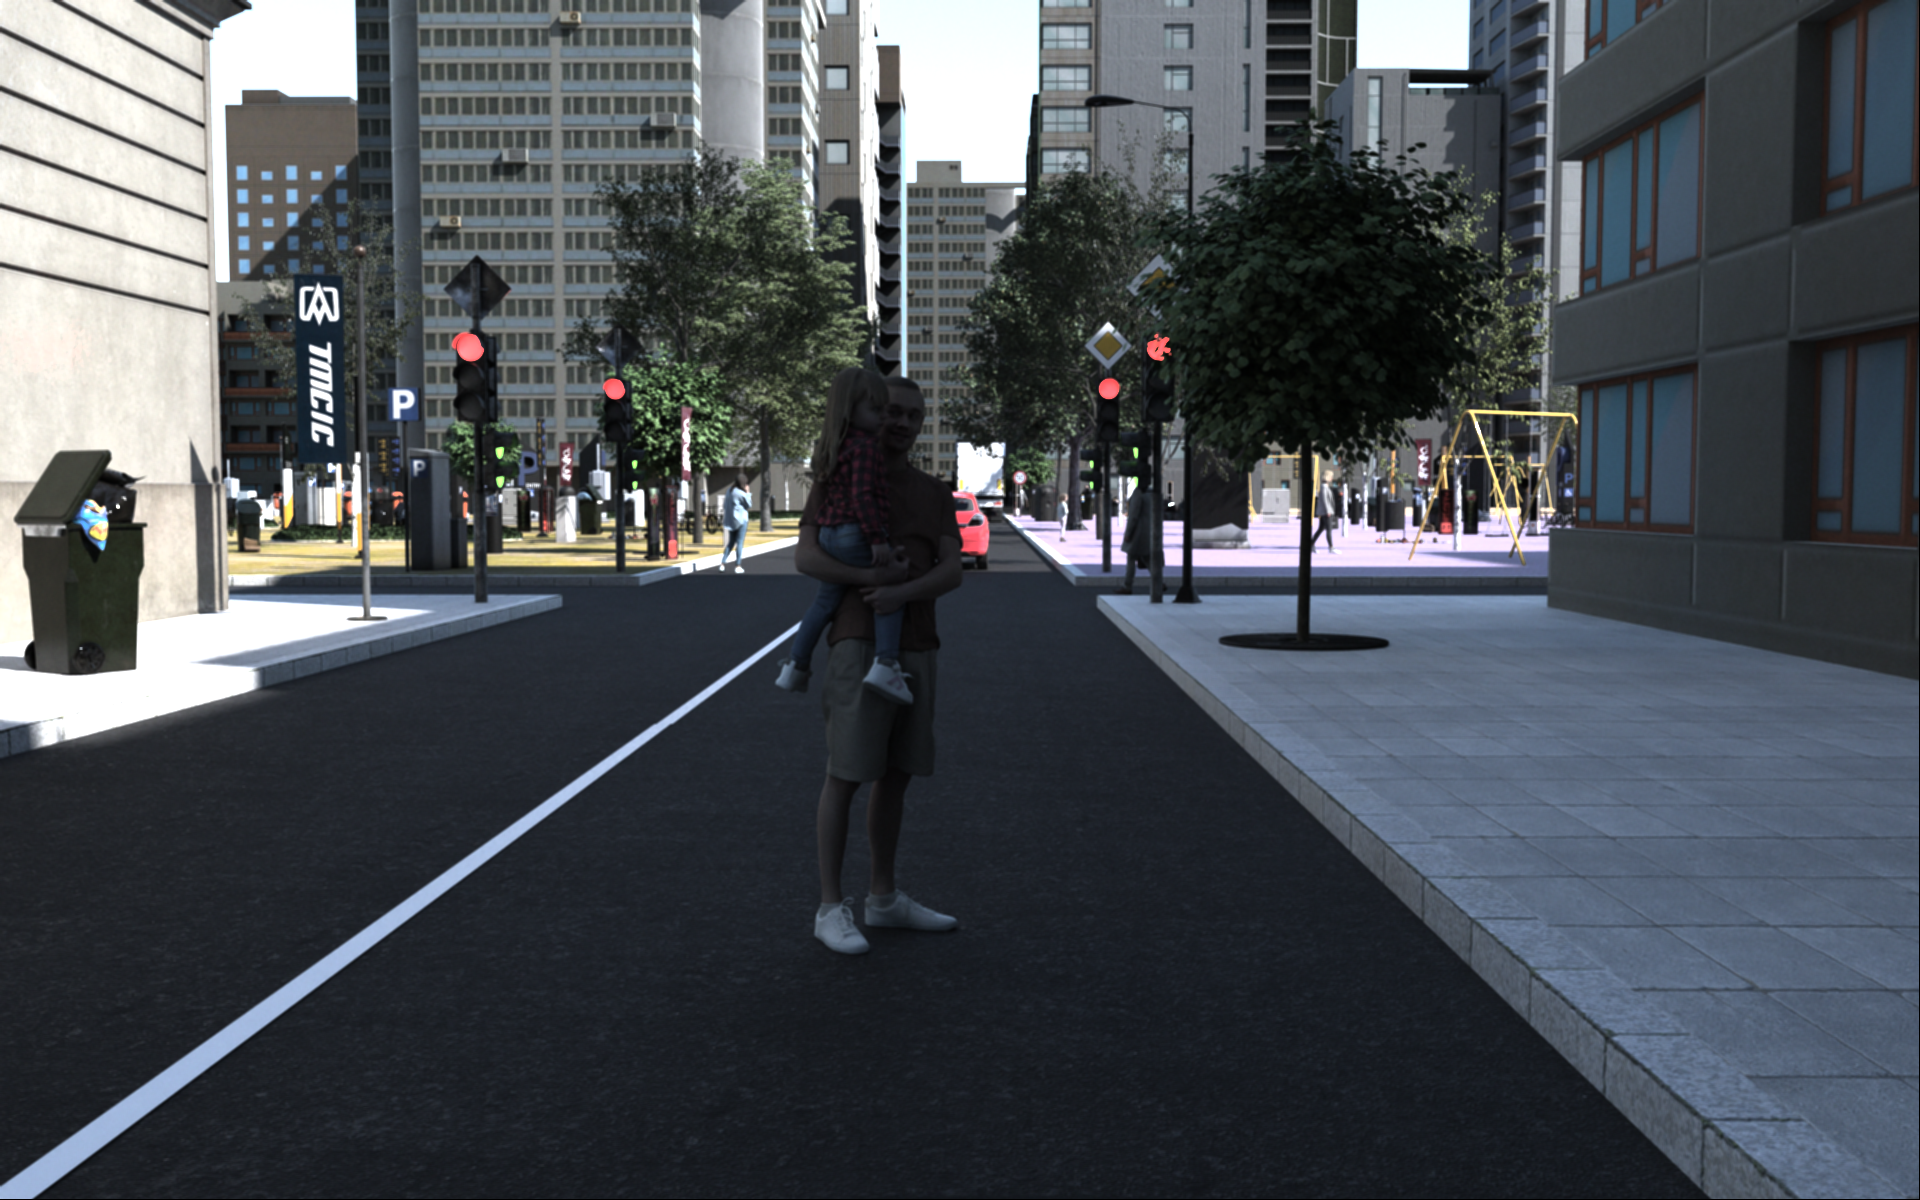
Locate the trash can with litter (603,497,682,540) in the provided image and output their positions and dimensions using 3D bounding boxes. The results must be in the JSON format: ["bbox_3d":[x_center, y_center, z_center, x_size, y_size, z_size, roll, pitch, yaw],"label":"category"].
[{"bbox_3d":[-9.141,-2.348,49.453,2.233,1.210,1.678,-1,4,-18],"label":"trash can with litter"}]

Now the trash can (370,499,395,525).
[{"bbox_3d":[-17.292,-2.461,51.883,0.748,1.137,0.748,0,3,0],"label":"trash can"}]

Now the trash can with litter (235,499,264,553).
[{"bbox_3d":[-15.669,-1.649,38.353,0.624,1.170,1.055,-2,4,-31],"label":"trash can with litter"}]

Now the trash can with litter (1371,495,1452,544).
[{"bbox_3d":[11.803,-2.098,45.362,2.233,1.210,1.678,0,4,3],"label":"trash can with litter"}]

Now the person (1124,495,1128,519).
[{"bbox_3d":[8.678,-4.873,90.408,0.352,1.250,0.332,2,4,29],"label":"person"}]

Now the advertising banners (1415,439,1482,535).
[{"bbox_3d":[15.448,-3.588,54.857,2.074,3.025,0.090,1,4,10],"label":"advertising banners"}]

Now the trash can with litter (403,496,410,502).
[{"bbox_3d":[-29.538,-4.967,92.600,0.624,1.170,1.055,2,4,30],"label":"trash can with litter"}]

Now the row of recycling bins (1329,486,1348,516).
[{"bbox_3d":[20.588,-5.412,95.604,1.069,1.692,3.534,0,4,-1],"label":"row of recycling bins"}]

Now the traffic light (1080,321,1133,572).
[{"bbox_3d":[2.392,-2.410,28.326,0.839,4.253,0.868,0,4,1],"label":"traffic light"}]

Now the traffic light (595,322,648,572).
[{"bbox_3d":[-5.569,-2.415,28.401,0.839,4.253,0.868,0,4,1],"label":"traffic light"}]

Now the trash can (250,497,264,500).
[{"bbox_3d":[-36.829,-4.837,90.731,0.748,1.137,0.748,0,3,0],"label":"trash can"}]

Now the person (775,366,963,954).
[{"bbox_3d":[-0.287,0.180,5.539,0.573,1.828,0.580,1,4,9],"label":"person"}]

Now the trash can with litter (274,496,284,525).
[{"bbox_3d":[-28.540,-3.773,72.752,1.678,1.210,2.233,-2,4,-26],"label":"trash can with litter"}]

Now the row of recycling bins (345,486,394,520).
[{"bbox_3d":[-29.690,-4.889,87.045,1.069,1.692,3.534,1,4,14],"label":"row of recycling bins"}]

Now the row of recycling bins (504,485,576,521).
[{"bbox_3d":[-19.925,-4.574,81.900,3.534,1.692,1.069,0,4,-1],"label":"row of recycling bins"}]

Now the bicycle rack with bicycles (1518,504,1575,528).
[{"bbox_3d":[22.657,-3.136,64.652,2.852,0.926,2.925,-1,4,-16],"label":"bicycle rack with bicycles"}]

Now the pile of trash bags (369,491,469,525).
[{"bbox_3d":[-17.494,-2.796,55.463,3.447,1.369,1.912,-1,4,-13],"label":"pile of trash bags"}]

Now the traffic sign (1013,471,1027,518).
[{"bbox_3d":[3.252,-5.732,93.827,0.768,2.556,0.104,1,4,10],"label":"traffic sign"}]

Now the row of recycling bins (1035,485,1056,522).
[{"bbox_3d":[4.085,-4.590,82.162,1.069,1.692,3.534,0,4,8],"label":"row of recycling bins"}]

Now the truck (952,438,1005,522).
[{"bbox_3d":[0.988,-6.285,91.681,2.839,4.237,11.283,0,4,0],"label":"truck"}]

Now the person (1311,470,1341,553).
[{"bbox_3d":[7.911,-1.916,37.547,0.728,1.800,0.709,1,4,17],"label":"person"}]

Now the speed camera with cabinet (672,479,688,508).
[{"bbox_3d":[-16.316,-6.328,97.804,2.038,3.252,0.660,2,4,34],"label":"speed camera with cabinet"}]

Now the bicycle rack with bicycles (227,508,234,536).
[{"bbox_3d":[-22.856,-2.379,52.275,2.852,0.926,2.925,-1,4,-19],"label":"bicycle rack with bicycles"}]

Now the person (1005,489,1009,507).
[{"bbox_3d":[4.681,-10.234,173.510,1.348,1.807,0.705,-2,4,-25],"label":"person"}]

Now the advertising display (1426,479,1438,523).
[{"bbox_3d":[20.726,-4.303,75.562,0.974,1.923,0.123,-2,4,-28],"label":"advertising display"}]

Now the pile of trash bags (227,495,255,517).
[{"bbox_3d":[-38.294,-5.138,93.756,3.447,1.369,1.912,0,4,-2],"label":"pile of trash bags"}]

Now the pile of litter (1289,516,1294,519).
[{"bbox_3d":[16.839,-4.719,91.124,1.719,0.858,1.176,2,4,29],"label":"pile of litter"}]

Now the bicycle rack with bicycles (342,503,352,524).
[{"bbox_3d":[-25.292,-3.615,72.494,2.925,0.926,2.852,-2,4,-25],"label":"bicycle rack with bicycles"}]

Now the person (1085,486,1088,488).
[{"bbox_3d":[7.079,-5.511,96.694,0.362,1.759,0.519,3,5,43],"label":"person"}]

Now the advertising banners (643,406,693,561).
[{"bbox_3d":[-5.656,-2.300,33.789,0.090,3.025,2.074,1,4,17],"label":"advertising banners"}]

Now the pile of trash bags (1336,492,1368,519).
[{"bbox_3d":[20.824,-5.019,91.820,1.912,1.369,3.447,-1,4,-12],"label":"pile of trash bags"}]

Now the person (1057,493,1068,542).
[{"bbox_3d":[2.750,-2.189,46.114,0.394,1.301,0.425,-3,5,-45],"label":"person"}]

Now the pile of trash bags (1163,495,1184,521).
[{"bbox_3d":[10.305,-4.507,83.444,1.912,1.369,3.447,-2,4,-32],"label":"pile of trash bags"}]

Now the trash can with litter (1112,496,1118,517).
[{"bbox_3d":[8.354,-5.206,96.508,1.055,1.170,0.624,1,4,15],"label":"trash can with litter"}]

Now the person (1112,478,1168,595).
[{"bbox_3d":[2.550,-0.974,24.524,0.767,1.812,0.694,2,4,35],"label":"person"}]

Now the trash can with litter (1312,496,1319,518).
[{"bbox_3d":[19.226,-5.005,93.224,0.624,1.170,1.055,3,5,42],"label":"trash can with litter"}]

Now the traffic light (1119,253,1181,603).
[{"bbox_3d":[2.301,-1.922,20.342,0.839,4.253,0.868,0,4,1],"label":"traffic light"}]

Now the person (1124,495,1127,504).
[{"bbox_3d":[8.618,-4.854,87.996,0.503,1.515,0.523,2,4,26],"label":"person"}]

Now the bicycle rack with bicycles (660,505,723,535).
[{"bbox_3d":[-8.598,-2.617,56.175,2.852,0.926,2.925,3,4,37],"label":"bicycle rack with bicycles"}]

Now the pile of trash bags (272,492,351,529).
[{"bbox_3d":[-23.493,-3.335,64.273,1.912,1.369,3.447,1,4,15],"label":"pile of trash bags"}]

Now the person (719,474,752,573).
[{"bbox_3d":[-4.115,-1.398,31.624,0.793,1.790,0.793,1,4,9],"label":"person"}]

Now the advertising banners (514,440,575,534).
[{"bbox_3d":[-14.040,-3.815,58.570,2.074,3.025,0.090,0,4,1],"label":"advertising banners"}]

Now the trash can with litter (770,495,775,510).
[{"bbox_3d":[-10.356,-5.214,96.304,1.678,1.210,2.233,-1,4,-12],"label":"trash can with litter"}]

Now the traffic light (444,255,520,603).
[{"bbox_3d":[-5.660,-1.926,20.416,0.839,4.253,0.868,0,4,1],"label":"traffic light"}]

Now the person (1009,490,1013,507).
[{"bbox_3d":[5.100,-10.077,171.741,0.436,1.711,0.756,2,4,27],"label":"person"}]

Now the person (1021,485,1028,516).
[{"bbox_3d":[3.523,-5.756,100.267,0.709,1.813,0.853,-2,4,-32],"label":"person"}]

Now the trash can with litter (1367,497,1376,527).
[{"bbox_3d":[16.401,-3.477,68.231,0.624,1.170,1.055,-1,4,-9],"label":"trash can with litter"}]

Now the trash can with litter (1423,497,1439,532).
[{"bbox_3d":[16.051,-2.888,58.609,0.624,1.170,1.055,2,4,35],"label":"trash can with litter"}]
